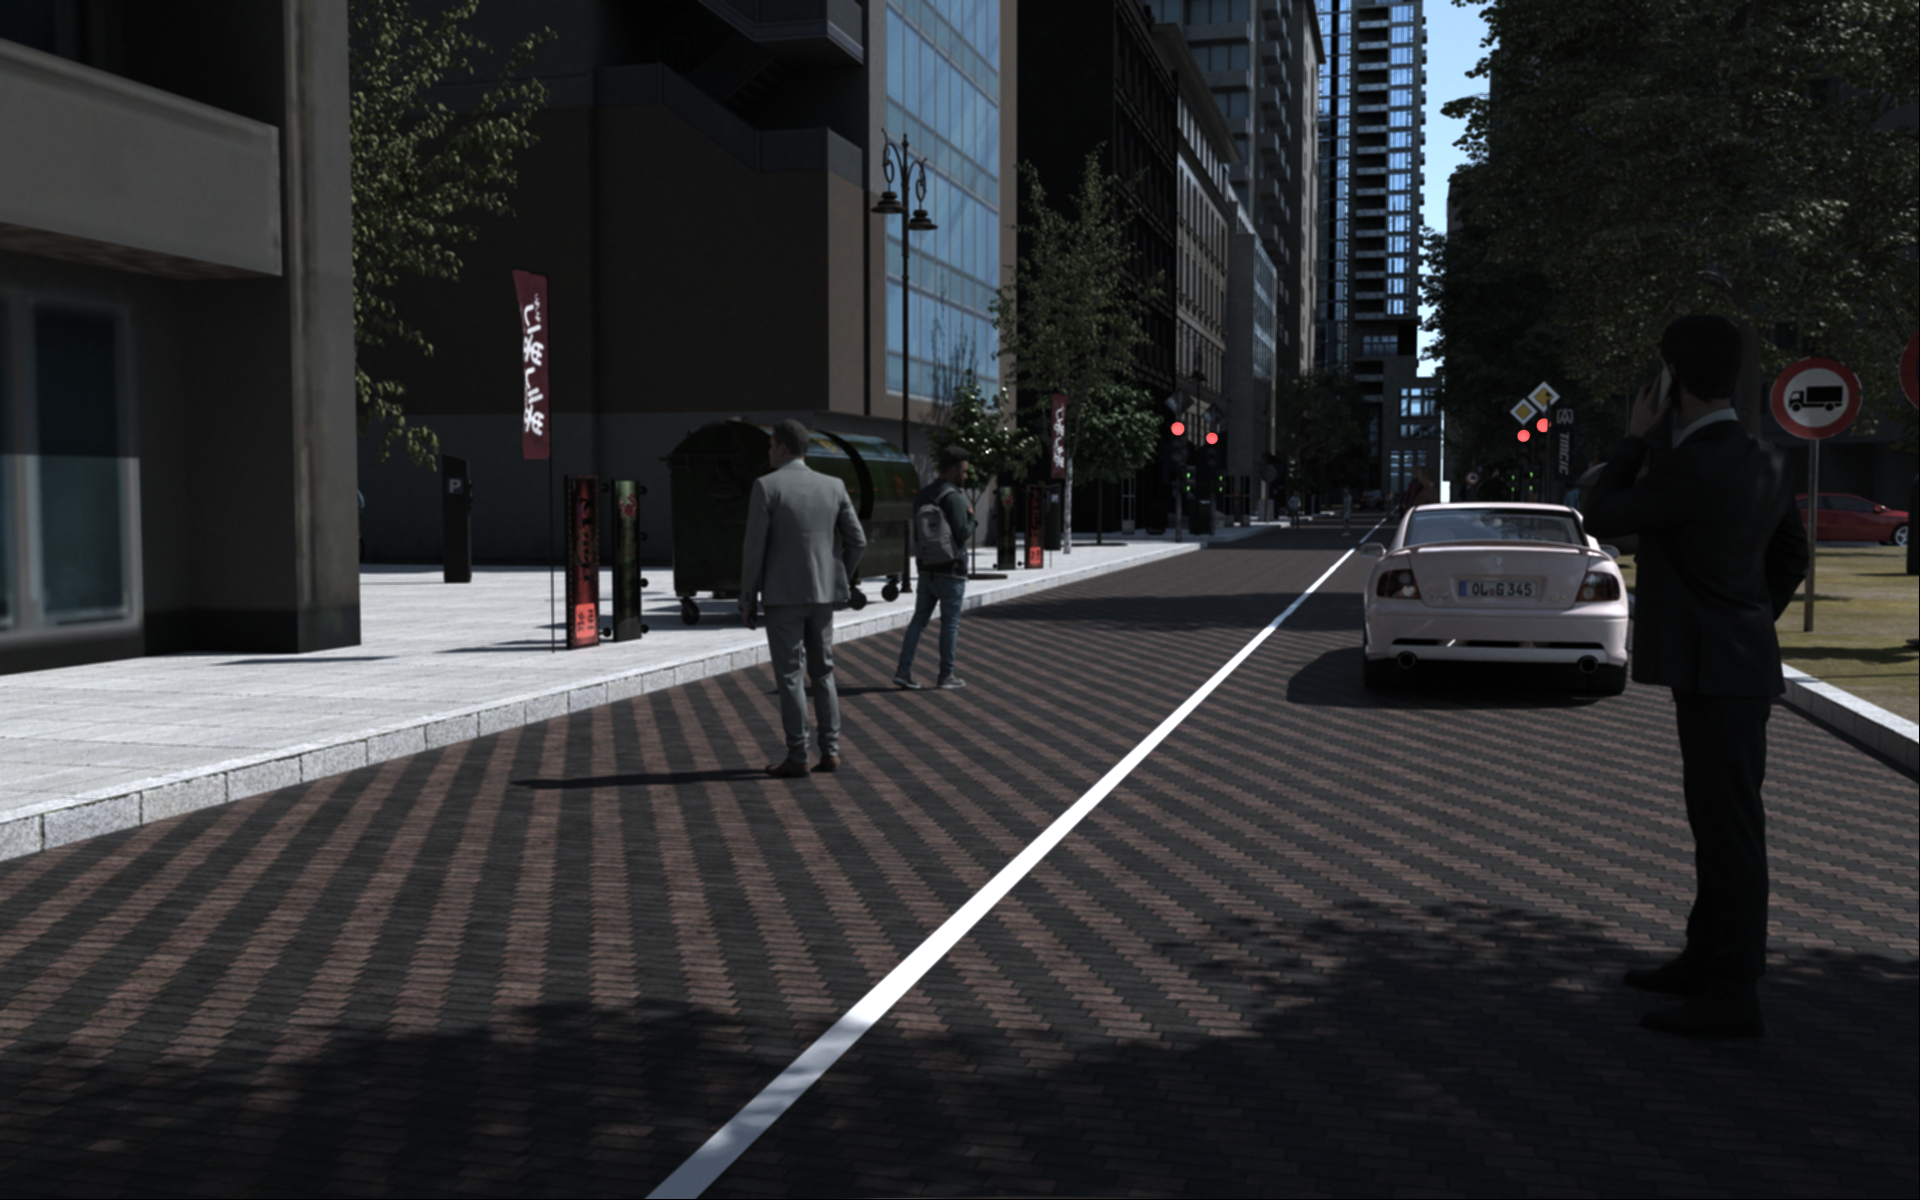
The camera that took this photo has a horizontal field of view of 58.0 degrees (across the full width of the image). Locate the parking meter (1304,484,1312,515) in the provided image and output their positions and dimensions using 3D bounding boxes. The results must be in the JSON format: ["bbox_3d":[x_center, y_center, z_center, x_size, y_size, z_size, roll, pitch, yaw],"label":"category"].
[{"bbox_3d":[21.050,-6.054,104.701,0.399,1.863,0.255,-1,4,-17],"label":"parking meter"}]

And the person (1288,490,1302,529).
[{"bbox_3d":[13.682,-3.698,70.777,0.589,1.601,0.330,-1,4,-23],"label":"person"}]

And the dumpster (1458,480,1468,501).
[{"bbox_3d":[32.472,-6.581,110.094,1.502,2.255,1.985,1,4,14],"label":"dumpster"}]

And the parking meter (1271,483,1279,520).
[{"bbox_3d":[15.722,-4.940,86.473,0.399,1.863,0.255,0,4,8],"label":"parking meter"}]

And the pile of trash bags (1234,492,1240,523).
[{"bbox_3d":[12.292,-4.220,78.744,1.912,1.369,3.447,1,4,17],"label":"pile of trash bags"}]

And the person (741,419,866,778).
[{"bbox_3d":[-0.813,-0.014,8.831,0.635,1.810,0.391,-3,5,-41],"label":"person"}]

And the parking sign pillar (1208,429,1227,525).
[{"bbox_3d":[10.371,-5.089,71.683,1.447,3.967,1.447,0,4,-4],"label":"parking sign pillar"}]

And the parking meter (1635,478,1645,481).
[{"bbox_3d":[16.526,-2.224,42.072,0.255,1.863,0.399,1,4,17],"label":"parking meter"}]

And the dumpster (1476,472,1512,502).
[{"bbox_3d":[24.143,-4.640,78.364,1.502,2.255,1.985,1,4,15],"label":"dumpster"}]

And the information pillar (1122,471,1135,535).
[{"bbox_3d":[5.304,-3.062,54.555,0.304,2.012,0.304,2,4,35],"label":"information pillar"}]

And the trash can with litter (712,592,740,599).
[{"bbox_3d":[-2.886,-0.614,21.424,0.624,1.170,1.055,0,4,-6],"label":"trash can with litter"}]

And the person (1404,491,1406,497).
[{"bbox_3d":[44.143,-9.941,171.713,1.217,1.739,0.721,1,4,19],"label":"person"}]

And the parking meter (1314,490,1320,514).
[{"bbox_3d":[23.245,-6.379,112.706,0.372,1.533,0.369,0,3,0],"label":"parking meter"}]

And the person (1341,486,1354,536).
[{"bbox_3d":[13.262,-3.049,59.361,0.522,1.701,0.512,0,4,-7],"label":"person"}]

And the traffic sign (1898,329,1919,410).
[{"bbox_3d":[7.056,-0.745,12.287,0.768,2.556,0.104,1,4,21],"label":"traffic sign"}]

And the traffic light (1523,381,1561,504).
[{"bbox_3d":[14.480,-3.316,43.132,0.839,4.253,0.868,1,4,15],"label":"traffic light"}]

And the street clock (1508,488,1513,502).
[{"bbox_3d":[30.622,-5.622,96.486,0.358,2.002,0.471,1,4,9],"label":"street clock"}]

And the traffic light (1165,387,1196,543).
[{"bbox_3d":[5.755,-3.453,45.381,0.839,4.253,0.868,1,4,15],"label":"traffic light"}]

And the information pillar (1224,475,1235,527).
[{"bbox_3d":[10.540,-3.872,67.796,0.304,2.012,0.304,2,4,34],"label":"information pillar"}]

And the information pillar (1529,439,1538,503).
[{"bbox_3d":[20.600,-4.332,62.190,0.183,3.616,0.504,0,4,4],"label":"information pillar"}]

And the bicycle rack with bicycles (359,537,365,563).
[{"bbox_3d":[-11.707,-1.004,29.804,2.925,0.926,2.852,-3,5,-40],"label":"bicycle rack with bicycles"}]

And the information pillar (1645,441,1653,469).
[{"bbox_3d":[29.483,-5.066,74.181,0.183,3.616,0.504,0,4,-6],"label":"information pillar"}]

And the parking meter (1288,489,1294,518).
[{"bbox_3d":[17.960,-5.230,93.922,0.372,1.533,0.369,0,3,0],"label":"parking meter"}]

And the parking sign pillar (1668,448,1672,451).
[{"bbox_3d":[34.158,-5.767,82.767,1.447,3.967,1.447,-3,5,-44],"label":"parking sign pillar"}]

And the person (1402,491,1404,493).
[{"bbox_3d":[48.899,-11.152,190.923,0.705,1.812,1.348,0,4,-6],"label":"person"}]

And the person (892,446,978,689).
[{"bbox_3d":[-0.137,-0.237,12.723,0.623,1.781,0.721,3,4,36],"label":"person"}]

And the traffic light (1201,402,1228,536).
[{"bbox_3d":[7.769,-3.926,53.109,0.839,4.253,0.868,1,4,15],"label":"traffic light"}]

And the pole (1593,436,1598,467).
[{"bbox_3d":[22.467,-4.124,61.267,0.158,3.312,0.155,0,3,0],"label":"pole"}]

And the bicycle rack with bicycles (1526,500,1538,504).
[{"bbox_3d":[33.031,-5.235,98.973,2.925,0.926,2.852,-1,4,-21],"label":"bicycle rack with bicycles"}]

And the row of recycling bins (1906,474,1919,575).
[{"bbox_3d":[16.968,-1.269,27.866,3.534,1.692,1.069,-1,4,-12],"label":"row of recycling bins"}]

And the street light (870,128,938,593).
[{"bbox_3d":[-0.702,-3.033,22.373,0.468,5.910,1.993,1,4,15],"label":"street light"}]

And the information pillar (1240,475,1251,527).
[{"bbox_3d":[11.217,-3.888,68.058,0.304,2.012,0.304,-1,4,-18],"label":"information pillar"}]

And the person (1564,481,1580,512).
[{"bbox_3d":[16.369,-2.278,46.094,0.601,1.785,0.444,2,4,31],"label":"person"}]

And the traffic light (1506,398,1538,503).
[{"bbox_3d":[16.494,-3.788,50.860,0.839,4.253,0.868,1,4,15],"label":"traffic light"}]

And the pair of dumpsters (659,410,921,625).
[{"bbox_3d":[-1.736,-0.994,18.739,1.574,2.255,4.437,1,4,15],"label":"pair of dumpsters"}]

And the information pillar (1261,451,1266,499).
[{"bbox_3d":[16.561,-6.289,94.186,0.183,3.616,0.504,-2,4,-27],"label":"information pillar"}]

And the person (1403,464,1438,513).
[{"bbox_3d":[6.109,-0.882,22.897,0.573,1.828,0.580,-2,4,-26],"label":"person"}]

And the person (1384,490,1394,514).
[{"bbox_3d":[30.135,-6.895,121.828,0.593,1.750,0.643,-1,4,-13],"label":"person"}]

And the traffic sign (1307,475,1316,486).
[{"bbox_3d":[23.255,-7.048,115.236,0.884,2.594,0.081,1,4,23],"label":"traffic sign"}]

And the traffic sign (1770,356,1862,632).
[{"bbox_3d":[7.918,-0.977,16.084,0.768,2.556,0.104,1,4,21],"label":"traffic sign"}]

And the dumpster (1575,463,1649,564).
[{"bbox_3d":[11.708,-1.538,30.902,1.264,1.857,1.865,1,4,15],"label":"dumpster"}]

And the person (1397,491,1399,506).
[{"bbox_3d":[47.993,-11.016,189.280,0.621,1.740,0.551,-3,4,-37],"label":"person"}]

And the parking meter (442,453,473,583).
[{"bbox_3d":[-7.249,-1.180,25.010,0.399,1.863,0.255,0,4,-7],"label":"parking meter"}]

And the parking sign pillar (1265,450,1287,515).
[{"bbox_3d":[19.248,-7.166,105.632,1.447,3.967,1.447,1,4,18],"label":"parking sign pillar"}]

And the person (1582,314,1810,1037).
[{"bbox_3d":[1.971,0.195,4.681,0.474,1.900,0.648,3,4,38],"label":"person"}]

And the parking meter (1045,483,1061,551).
[{"bbox_3d":[2.111,-1.894,39.375,0.372,1.533,0.369,0,3,0],"label":"parking meter"}]

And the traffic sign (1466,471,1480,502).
[{"bbox_3d":[27.917,-5.761,94.294,0.768,2.556,0.104,1,4,16],"label":"traffic sign"}]

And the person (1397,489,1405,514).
[{"bbox_3d":[32.132,-7.170,126.179,0.683,1.767,0.568,2,4,34],"label":"person"}]

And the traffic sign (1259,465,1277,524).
[{"bbox_3d":[13.340,-4.584,75.048,0.768,2.556,0.104,1,4,17],"label":"traffic sign"}]

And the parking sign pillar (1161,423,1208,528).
[{"bbox_3d":[8.254,-4.705,65.394,1.447,3.967,1.447,3,5,39],"label":"parking sign pillar"}]

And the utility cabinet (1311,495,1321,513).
[{"bbox_3d":[23.548,-6.380,115.479,1.020,1.237,0.306,1,4,14],"label":"utility cabinet"}]

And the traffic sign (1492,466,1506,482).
[{"bbox_3d":[24.936,-4.927,80.567,0.884,2.594,0.081,1,4,16],"label":"traffic sign"}]

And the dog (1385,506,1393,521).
[{"bbox_3d":[22.639,-4.574,91.621,0.513,0.831,0.800,2,4,27],"label":"dog"}]
